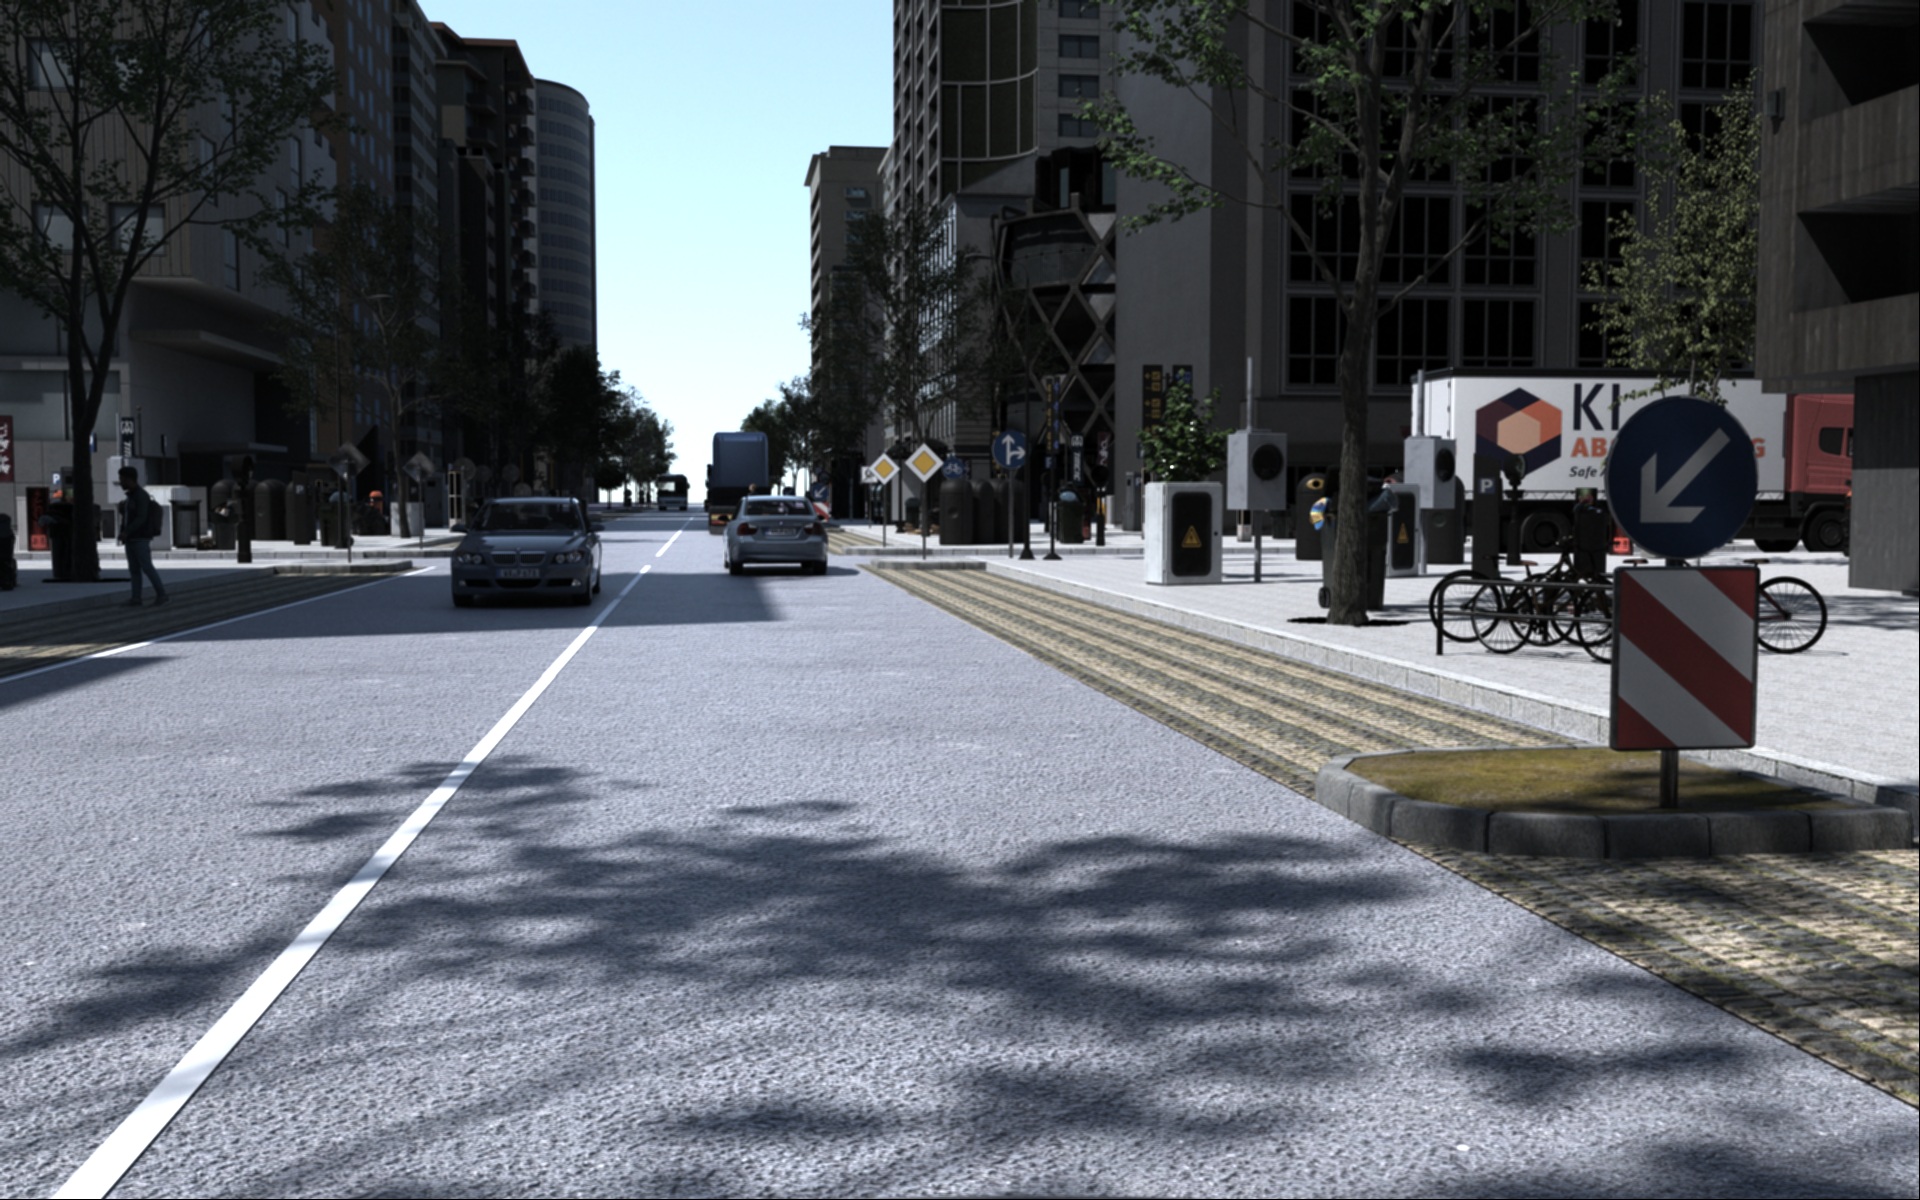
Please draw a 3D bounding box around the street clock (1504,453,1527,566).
[{"bbox_3d":[9.919,-1.615,30.978,0.358,2.002,0.471,3,5,43],"label":"street clock"}]

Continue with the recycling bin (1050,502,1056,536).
[{"bbox_3d":[3.207,-2.459,52.753,0.722,1.027,0.722,-2,4,-30],"label":"recycling bin"}]

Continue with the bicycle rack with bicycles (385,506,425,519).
[{"bbox_3d":[-27.923,-4.538,87.584,2.925,0.926,2.852,-1,4,-12],"label":"bicycle rack with bicycles"}]

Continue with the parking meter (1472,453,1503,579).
[{"bbox_3d":[7.523,-1.161,24.699,0.399,1.863,0.255,1,4,21],"label":"parking meter"}]

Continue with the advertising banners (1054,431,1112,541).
[{"bbox_3d":[3.413,-3.167,47.961,2.074,3.025,0.090,-3,4,-36],"label":"advertising banners"}]

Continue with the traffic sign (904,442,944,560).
[{"bbox_3d":[-0.700,-1.842,33.763,0.795,2.450,0.064,0,4,-8],"label":"traffic sign"}]

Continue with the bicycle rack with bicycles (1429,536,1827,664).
[{"bbox_3d":[5.050,-0.036,13.972,2.852,0.926,2.925,-3,5,-43],"label":"bicycle rack with bicycles"}]

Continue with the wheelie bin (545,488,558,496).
[{"bbox_3d":[-22.878,-5.452,97.051,0.693,1.594,0.980,-2,4,-30],"label":"wheelie bin"}]

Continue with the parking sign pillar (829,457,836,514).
[{"bbox_3d":[-7.866,-7.485,110.845,1.447,3.967,1.447,0,4,-5],"label":"parking sign pillar"}]

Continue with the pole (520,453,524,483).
[{"bbox_3d":[-21.747,-5.635,85.982,0.158,3.312,0.155,0,3,0],"label":"pole"}]

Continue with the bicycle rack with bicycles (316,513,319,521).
[{"bbox_3d":[-24.001,-2.934,61.358,2.852,0.926,2.925,0,4,8],"label":"bicycle rack with bicycles"}]

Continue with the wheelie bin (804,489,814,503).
[{"bbox_3d":[-9.394,-6.170,108.787,0.693,1.594,0.980,1,4,10],"label":"wheelie bin"}]

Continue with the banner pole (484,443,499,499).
[{"bbox_3d":[-23.832,-5.993,88.001,0.863,3.779,0.401,-1,4,-9],"label":"banner pole"}]

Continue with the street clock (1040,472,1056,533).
[{"bbox_3d":[2.926,-3.240,57.538,0.471,2.002,0.358,-2,4,-23],"label":"street clock"}]

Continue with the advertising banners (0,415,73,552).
[{"bbox_3d":[-20.550,-2.596,38.631,2.074,3.025,0.090,0,4,-5],"label":"advertising banners"}]

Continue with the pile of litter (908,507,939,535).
[{"bbox_3d":[-0.955,-2.522,55.198,1.176,0.858,1.719,-2,4,-35],"label":"pile of litter"}]

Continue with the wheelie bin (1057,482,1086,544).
[{"bbox_3d":[2.866,-2.251,44.704,0.693,1.594,0.980,0,4,-8],"label":"wheelie bin"}]

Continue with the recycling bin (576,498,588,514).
[{"bbox_3d":[-24.546,-6.093,112.176,0.722,1.027,0.722,1,4,10],"label":"recycling bin"}]

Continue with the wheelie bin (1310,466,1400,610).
[{"bbox_3d":[4.430,-0.698,19.317,0.980,1.594,0.693,0,4,-5],"label":"wheelie bin"}]

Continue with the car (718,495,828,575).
[{"bbox_3d":[-3.460,-1.230,32.117,2.014,1.417,4.499,-1,4,-10],"label":"car"}]

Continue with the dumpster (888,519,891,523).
[{"bbox_3d":[-2.825,-4.570,77.219,1.502,2.255,1.985,0,4,-8],"label":"dumpster"}]

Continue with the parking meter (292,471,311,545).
[{"bbox_3d":[-16.567,-2.319,43.625,0.399,1.863,0.255,0,4,-4],"label":"parking meter"}]

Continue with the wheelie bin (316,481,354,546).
[{"bbox_3d":[-15.330,-2.118,42.530,0.980,1.594,0.693,1,4,22],"label":"wheelie bin"}]

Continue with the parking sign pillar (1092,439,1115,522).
[{"bbox_3d":[6.870,-5.648,80.812,1.447,3.967,1.447,3,5,43],"label":"parking sign pillar"}]

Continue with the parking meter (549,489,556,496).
[{"bbox_3d":[-21.764,-5.140,92.449,0.372,1.533,0.369,0,3,0],"label":"parking meter"}]

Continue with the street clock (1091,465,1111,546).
[{"bbox_3d":[3.470,-2.334,42.728,0.471,2.002,0.358,1,4,15],"label":"street clock"}]

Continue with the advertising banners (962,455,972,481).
[{"bbox_3d":[0.954,-4.992,77.803,2.074,3.025,0.090,2,4,32],"label":"advertising banners"}]

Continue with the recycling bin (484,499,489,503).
[{"bbox_3d":[-23.482,-4.545,86.859,0.722,1.027,0.722,-3,5,-40],"label":"recycling bin"}]

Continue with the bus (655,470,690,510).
[{"bbox_3d":[-25.669,-9.781,154.779,2.948,3.499,13.247,-1,4,-9],"label":"bus"}]

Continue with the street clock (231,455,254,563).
[{"bbox_3d":[-13.326,-1.690,32.209,0.358,2.002,0.471,0,4,3],"label":"street clock"}]

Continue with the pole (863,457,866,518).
[{"bbox_3d":[-5.225,-6.133,94.115,0.158,3.312,0.155,0,3,0],"label":"pole"}]

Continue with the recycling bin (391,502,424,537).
[{"bbox_3d":[-16.655,-2.425,52.208,0.722,1.027,0.722,1,4,13],"label":"recycling bin"}]

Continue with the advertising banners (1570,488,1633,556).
[{"bbox_3d":[13.779,-2.440,36.082,2.074,3.025,0.090,3,5,40],"label":"advertising banners"}]

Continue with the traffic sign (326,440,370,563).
[{"bbox_3d":[-11.390,-1.751,32.270,0.795,2.450,0.064,0,4,-8],"label":"traffic sign"}]

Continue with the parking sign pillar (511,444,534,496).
[{"bbox_3d":[-22.653,-6.177,89.471,1.447,3.967,1.447,2,4,31],"label":"parking sign pillar"}]

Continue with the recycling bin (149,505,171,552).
[{"bbox_3d":[-18.116,-1.610,38.884,0.722,1.027,0.722,-2,4,-24],"label":"recycling bin"}]

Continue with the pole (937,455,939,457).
[{"bbox_3d":[-1.006,-5.284,80.241,0.158,3.312,0.155,0,3,0],"label":"pole"}]

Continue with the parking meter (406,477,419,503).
[{"bbox_3d":[-18.409,-3.216,58.294,0.399,1.863,0.255,-3,4,-38],"label":"parking meter"}]

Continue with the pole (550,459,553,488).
[{"bbox_3d":[-23.404,-6.453,99.343,0.158,3.312,0.155,0,3,0],"label":"pole"}]

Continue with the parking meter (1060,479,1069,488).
[{"bbox_3d":[4.207,-3.887,69.266,0.399,1.863,0.255,-3,5,-43],"label":"parking meter"}]

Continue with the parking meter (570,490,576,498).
[{"bbox_3d":[-24.369,-6.157,109.085,0.372,1.533,0.369,0,3,0],"label":"parking meter"}]

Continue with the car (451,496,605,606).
[{"bbox_3d":[-5.866,-0.717,23.734,2.014,1.417,4.499,-1,4,-9],"label":"car"}]

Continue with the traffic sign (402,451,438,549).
[{"bbox_3d":[-12.514,-2.234,40.175,0.795,2.450,0.064,0,4,-8],"label":"traffic sign"}]

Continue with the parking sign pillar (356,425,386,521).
[{"bbox_3d":[-23.057,-4.847,67.719,1.447,3.967,1.447,3,4,36],"label":"parking sign pillar"}]

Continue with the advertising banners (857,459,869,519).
[{"bbox_3d":[-4.525,-5.602,87.775,0.090,3.025,2.074,3,4,39],"label":"advertising banners"}]

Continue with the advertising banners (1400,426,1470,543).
[{"bbox_3d":[12.311,-2.980,44.912,2.074,3.025,0.090,-1,4,-16],"label":"advertising banners"}]

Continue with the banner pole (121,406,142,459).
[{"bbox_3d":[-23.672,-3.644,49.598,0.863,3.779,0.401,1,4,9],"label":"banner pole"}]

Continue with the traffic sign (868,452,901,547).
[{"bbox_3d":[-1.824,-2.326,41.669,0.795,2.450,0.064,0,4,-8],"label":"traffic sign"}]
